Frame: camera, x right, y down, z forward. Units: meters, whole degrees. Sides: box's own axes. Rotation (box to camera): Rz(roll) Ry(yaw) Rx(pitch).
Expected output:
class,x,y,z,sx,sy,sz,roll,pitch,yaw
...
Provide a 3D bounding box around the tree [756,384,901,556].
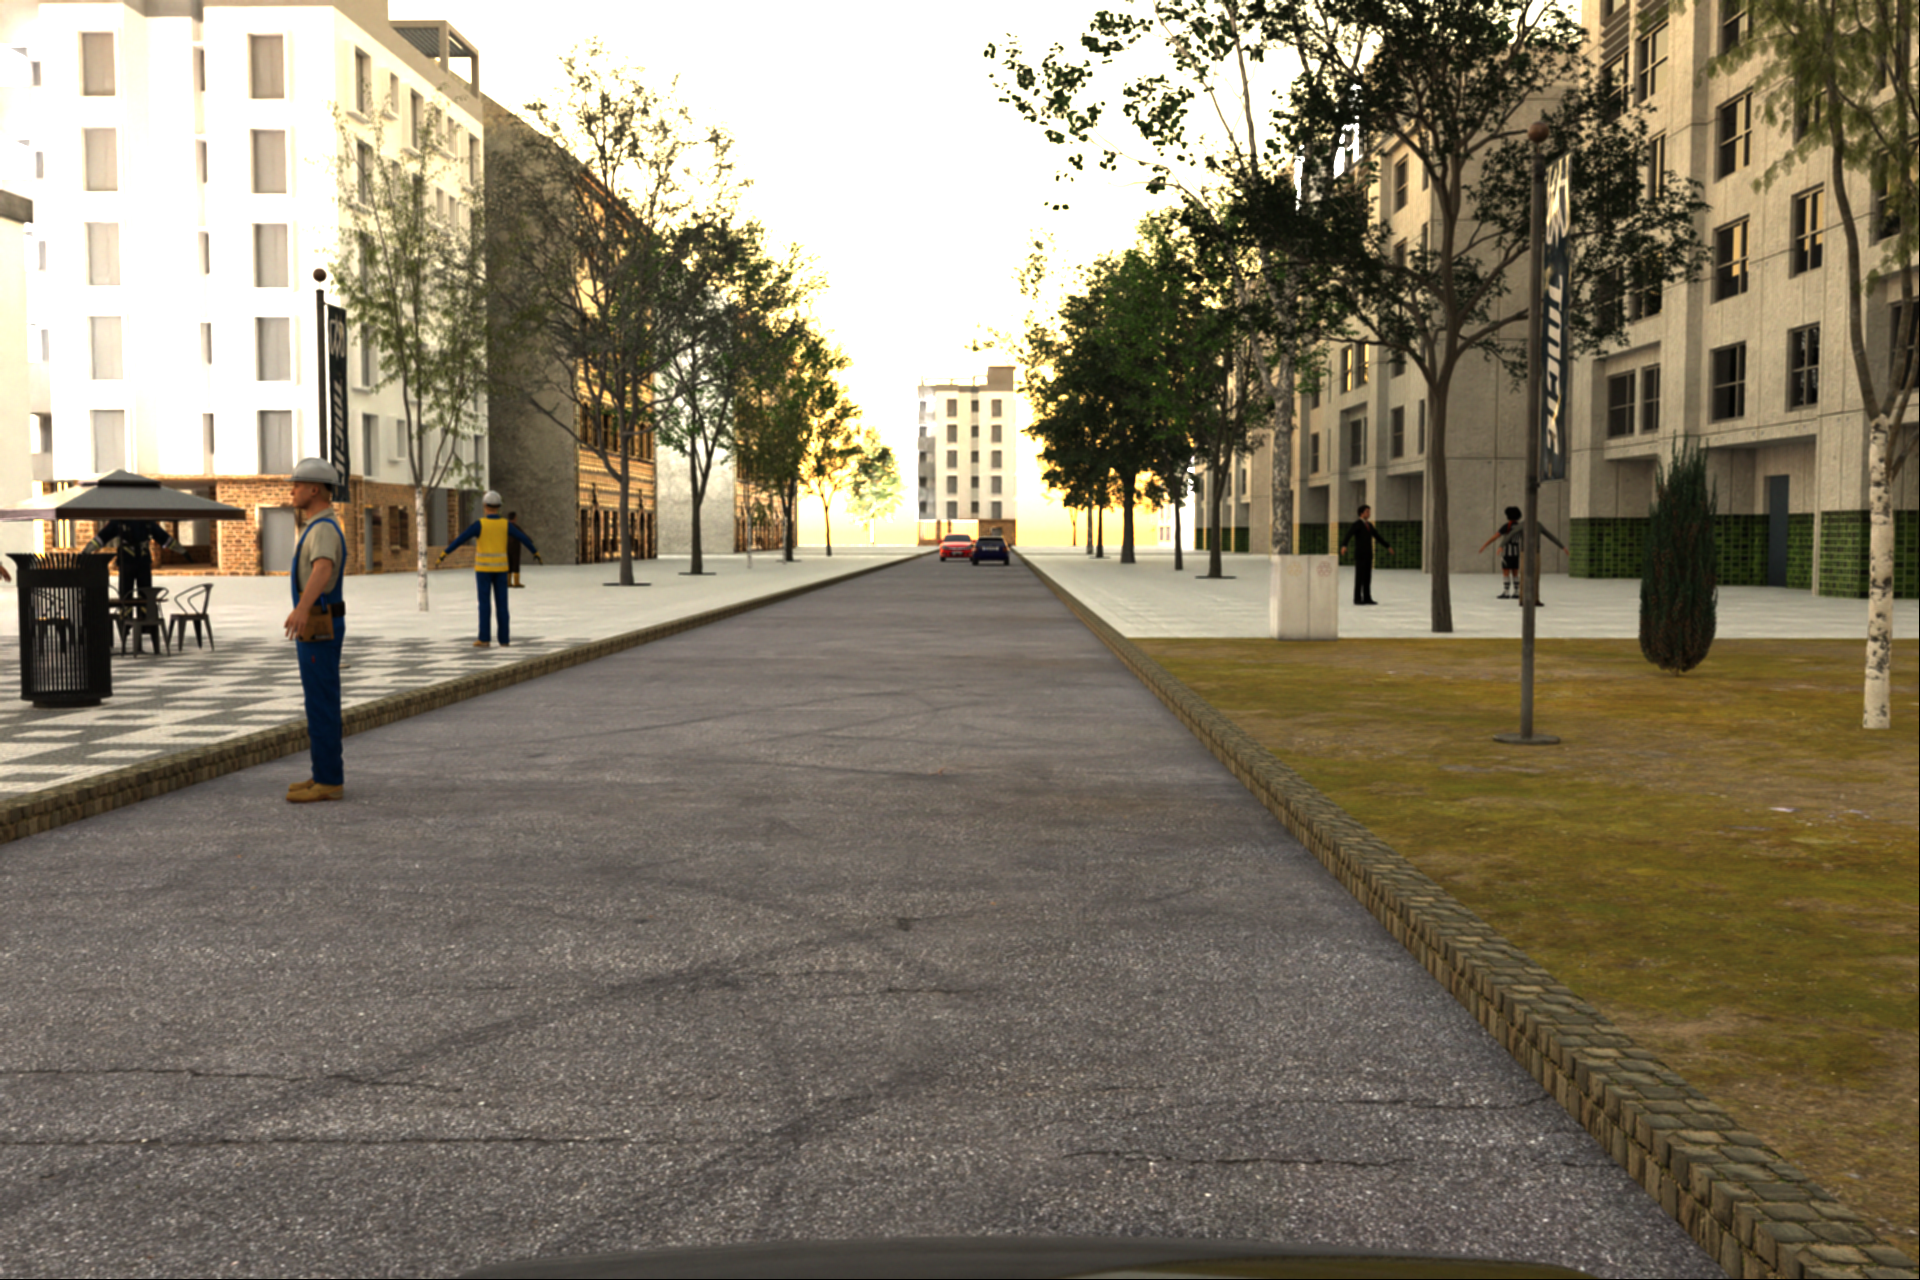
class,x,y,z,sx,sy,sz,roll,pitch,yaw
tree,-7.649,-10.182,100.881,8.767,10.594,7.601,-1,4,-9

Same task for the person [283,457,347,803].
class,x,y,z,sx,sy,sz,roll,pitch,yaw
person,-3.507,-0.066,9.396,0.705,1.847,1.347,-1,4,-19

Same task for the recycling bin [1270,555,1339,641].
class,x,y,z,sx,sy,sz,roll,pitch,yaw
recycling bin,4.187,-0.523,21.101,0.722,1.027,0.722,0,4,2

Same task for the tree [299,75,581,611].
class,x,y,z,sx,sy,sz,roll,pitch,yaw
tree,-9.152,-4.793,28.730,4.360,8.622,3.978,0,3,0

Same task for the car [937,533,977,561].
class,x,y,z,sx,sy,sz,roll,pitch,yaw
car,-0.131,-5.079,92.085,2.155,1.783,4.494,0,4,1

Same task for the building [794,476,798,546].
class,x,y,z,sx,sy,sz,roll,pitch,yaw
building,-26.129,-18.689,172.021,16.747,18.905,31.486,0,4,1

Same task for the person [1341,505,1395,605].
class,x,y,z,sx,sy,sz,roll,pitch,yaw
person,7.366,-1.548,31.499,1.347,1.806,0.705,-2,4,-35

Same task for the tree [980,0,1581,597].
class,x,y,z,sx,sy,sz,roll,pitch,yaw
tree,6.819,-11.005,35.828,12.611,20.169,13.585,0,3,0

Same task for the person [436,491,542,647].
class,x,y,z,sx,sy,sz,roll,pitch,yaw
person,-5.366,-0.816,19.805,1.216,1.772,0.721,-2,4,-31

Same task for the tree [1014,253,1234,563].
class,x,y,z,sx,sy,sz,roll,pitch,yaw
tree,7.333,-10.380,76.369,9.857,13.997,8.962,0,3,0

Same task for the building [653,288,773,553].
class,x,y,z,sx,sy,sz,roll,pitch,yaw
building,-24.120,-18.012,125.425,19.493,23.208,18.063,0,4,2

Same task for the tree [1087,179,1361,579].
class,x,y,z,sx,sy,sz,roll,pitch,yaw
tree,7.583,-7.596,49.955,9.928,11.665,9.643,0,3,0

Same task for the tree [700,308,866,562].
class,x,y,z,sx,sy,sz,roll,pitch,yaw
tree,-8.112,-9.476,80.696,9.928,11.665,9.643,0,3,0

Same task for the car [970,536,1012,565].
class,x,y,z,sx,sy,sz,roll,pitch,yaw
car,1.449,-4.175,80.835,1.945,1.354,3.894,0,4,2

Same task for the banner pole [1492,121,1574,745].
class,x,y,z,sx,sy,sz,roll,pitch,yaw
banner pole,3.504,-1.246,10.384,0.401,3.779,0.863,0,4,1

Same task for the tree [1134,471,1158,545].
class,x,y,z,sx,sy,sz,roll,pitch,yaw
tree,22.031,-14.958,194.933,4.360,8.622,3.978,0,3,0

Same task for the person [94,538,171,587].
class,x,y,z,sx,sy,sz,roll,pitch,yaw
person,-14.591,-1.457,30.548,1.216,1.740,0.721,-2,4,-25

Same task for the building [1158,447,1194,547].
class,x,y,z,sx,sy,sz,roll,pitch,yaw
building,24.829,-13.709,166.284,9.099,9.664,28.070,0,4,1

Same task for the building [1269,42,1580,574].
class,x,y,z,sx,sy,sz,roll,pitch,yaw
building,23.709,-12.516,71.088,16.747,18.905,31.486,0,4,1

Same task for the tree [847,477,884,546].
class,x,y,z,sx,sy,sz,roll,pitch,yaw
tree,-10.069,-14.834,192.896,4.360,8.622,3.978,0,3,0

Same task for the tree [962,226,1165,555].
class,x,y,z,sx,sy,sz,roll,pitch,yaw
tree,7.036,-15.389,107.497,12.611,20.169,13.585,0,3,0

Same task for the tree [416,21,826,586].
class,x,y,z,sx,sy,sz,roll,pitch,yaw
tree,-8.449,-8.097,42.755,12.009,13.543,11.850,0,3,0

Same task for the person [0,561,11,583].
class,x,y,z,sx,sy,sz,roll,pitch,yaw
person,-7.816,-0.427,13.160,0.705,1.806,1.347,1,4,14

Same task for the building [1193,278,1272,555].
class,x,y,z,sx,sy,sz,roll,pitch,yaw
building,27.625,-16.019,128.374,16.747,18.905,31.486,0,4,1

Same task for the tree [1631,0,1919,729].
class,x,y,z,sx,sy,sz,roll,pitch,yaw
tree,6.100,-3.736,11.441,4.360,8.622,3.978,0,3,0

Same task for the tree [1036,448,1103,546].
class,x,y,z,sx,sy,sz,roll,pitch,yaw
tree,12.569,-16.281,191.945,9.928,11.665,9.643,0,3,0

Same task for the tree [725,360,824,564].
class,x,y,z,sx,sy,sz,roll,pitch,yaw
tree,-7.599,-7.528,73.442,4.737,8.622,4.395,0,3,0

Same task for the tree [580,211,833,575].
class,x,y,z,sx,sy,sz,roll,pitch,yaw
tree,-8.188,-7.878,54.567,9.928,11.665,9.643,0,3,0

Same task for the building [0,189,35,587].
class,x,y,z,sx,sy,sz,roll,pitch,yaw
building,-24.217,-5.359,29.765,9.099,9.664,28.070,0,4,1

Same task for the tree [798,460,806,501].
class,x,y,z,sx,sy,sz,roll,pitch,yaw
tree,-21.260,-16.551,196.366,9.928,11.665,9.643,0,3,0

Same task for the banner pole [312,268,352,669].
class,x,y,z,sx,sy,sz,roll,pitch,yaw
banner pole,-6.019,-1.629,16.645,0.401,3.779,0.863,0,4,2

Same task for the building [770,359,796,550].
class,x,y,z,sx,sy,sz,roll,pitch,yaw
building,-24.055,-19.252,145.700,19.493,23.208,18.063,0,4,0

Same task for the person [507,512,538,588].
class,x,y,z,sx,sy,sz,roll,pitch,yaw
person,-10.704,-2.166,41.552,1.346,1.812,0.704,2,4,28

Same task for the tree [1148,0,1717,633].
class,x,y,z,sx,sy,sz,roll,pitch,yaw
tree,5.973,-5.377,22.321,7.601,10.594,8.767,-1,4,-11

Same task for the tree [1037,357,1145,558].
class,x,y,z,sx,sy,sz,roll,pitch,yaw
tree,7.662,-10.208,92.660,9.928,11.665,9.643,0,3,0

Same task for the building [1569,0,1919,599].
class,x,y,z,sx,sy,sz,roll,pitch,yaw
building,26.127,-10.312,35.062,16.747,18.905,31.486,0,4,1

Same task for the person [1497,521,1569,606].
class,x,y,z,sx,sy,sz,roll,pitch,yaw
person,10.148,-1.499,30.775,1.348,1.796,0.705,0,4,-8

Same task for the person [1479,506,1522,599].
class,x,y,z,sx,sy,sz,roll,pitch,yaw
person,10.928,-1.728,34.393,1.345,1.843,0.704,-1,4,-21

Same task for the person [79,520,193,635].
class,x,y,z,sx,sy,sz,roll,pitch,yaw
person,-10.527,-0.998,22.101,1.354,1.856,0.705,-3,4,-37

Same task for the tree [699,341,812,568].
class,x,y,z,sx,sy,sz,roll,pitch,yaw
tree,-8.099,-6.978,64.450,4.360,8.622,3.978,0,3,0

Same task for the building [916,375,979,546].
class,x,y,z,sx,sy,sz,roll,pitch,yaw
building,-4.712,-20.822,199.311,11.380,20.090,16.016,0,4,7

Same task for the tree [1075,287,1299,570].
class,x,y,z,sx,sy,sz,roll,pitch,yaw
tree,7.904,-7.779,61.593,8.767,10.594,7.601,1,4,17

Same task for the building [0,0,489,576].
class,x,y,z,sx,sy,sz,roll,pitch,yaw
building,-23.553,-12.119,54.559,16.016,20.090,11.380,0,4,0

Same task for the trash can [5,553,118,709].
class,x,y,z,sx,sy,sz,roll,pitch,yaw
trash can,-6.670,-0.077,12.908,0.748,1.137,0.748,0,3,0

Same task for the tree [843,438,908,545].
class,x,y,z,sx,sy,sz,roll,pitch,yaw
tree,-9.598,-17.239,199.988,7.486,12.596,7.792,0,3,0

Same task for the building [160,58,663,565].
class,x,y,z,sx,sy,sz,roll,pitch,yaw
building,-25.013,-15.241,80.112,19.493,23.208,18.063,0,4,0
